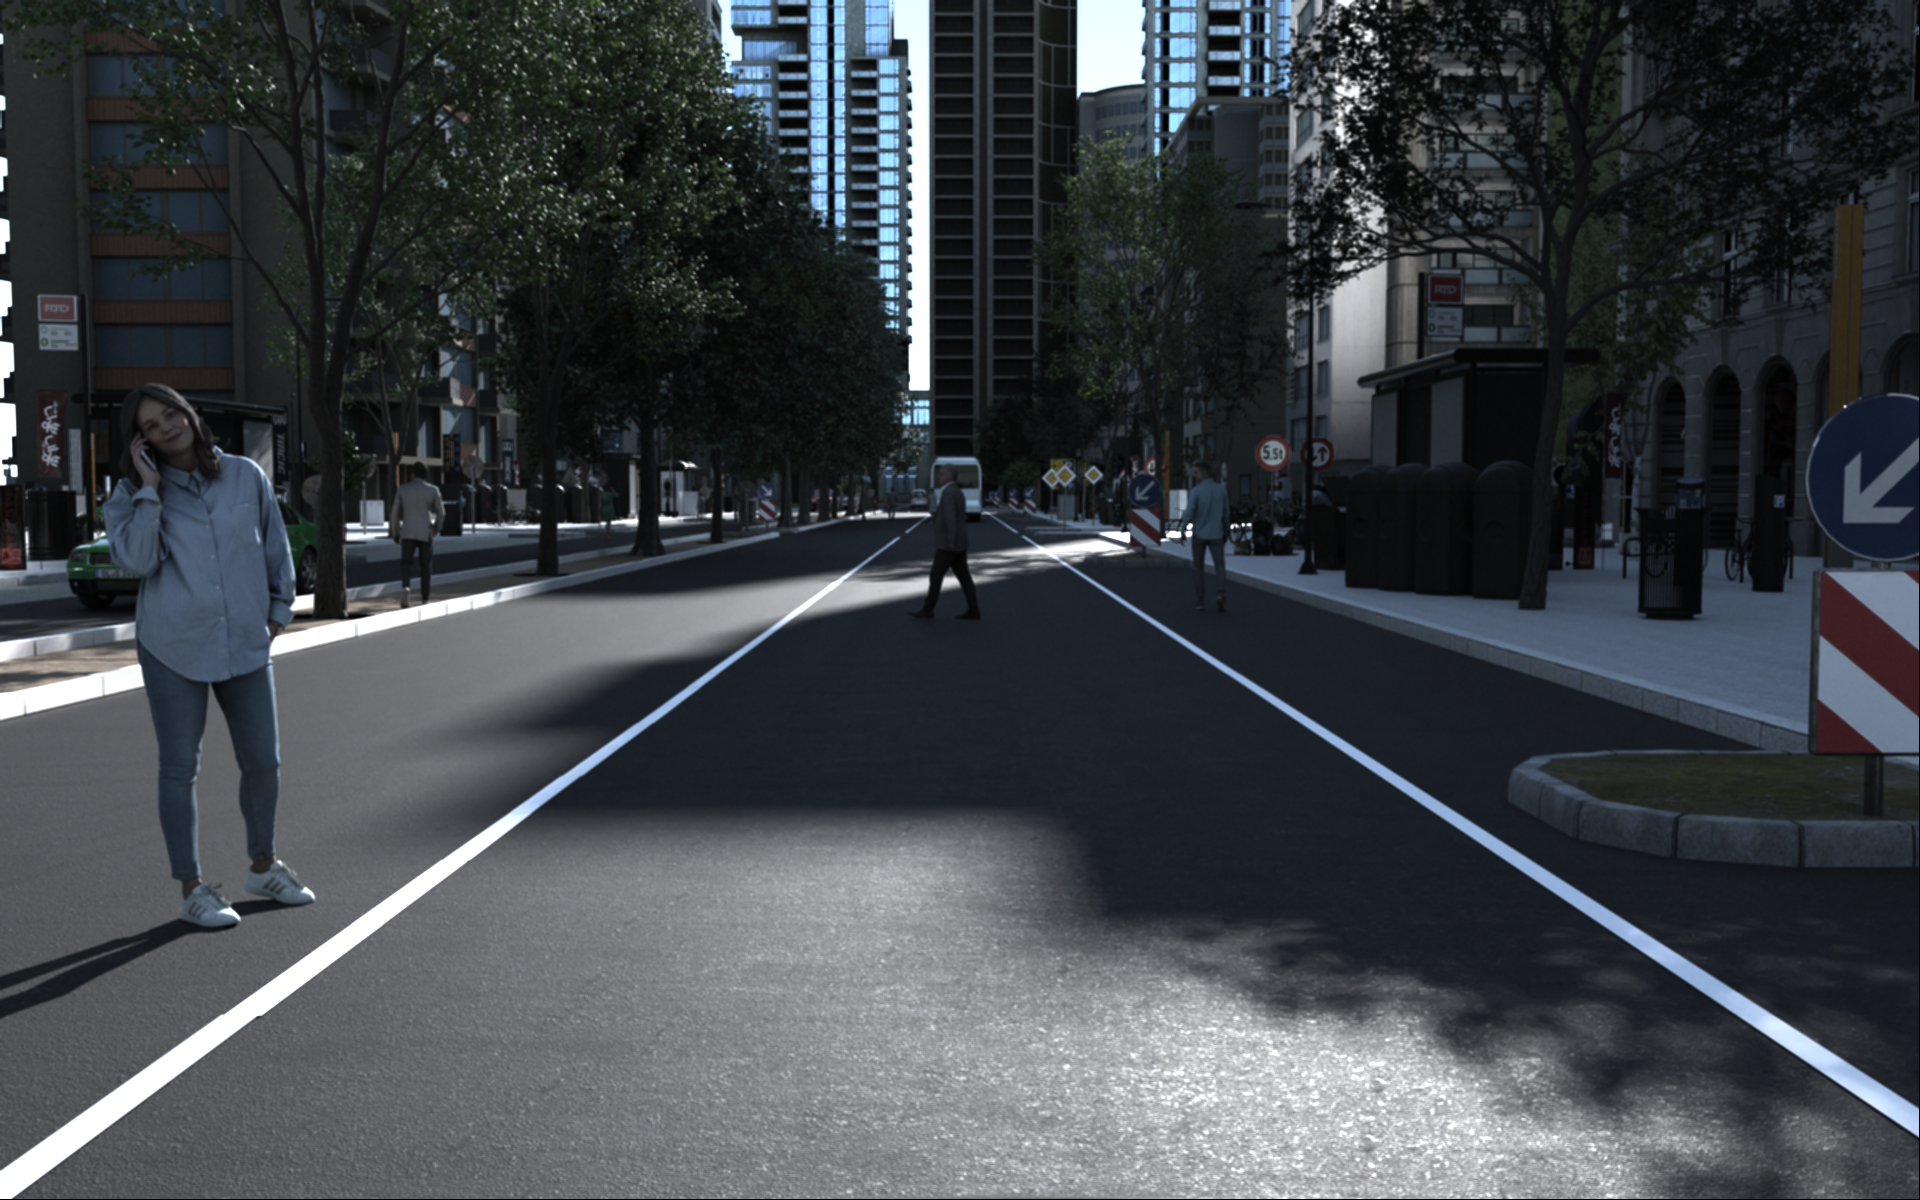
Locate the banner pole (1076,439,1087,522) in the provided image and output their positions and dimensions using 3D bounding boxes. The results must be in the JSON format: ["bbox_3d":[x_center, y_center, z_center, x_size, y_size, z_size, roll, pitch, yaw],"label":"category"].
[{"bbox_3d":[5.533,-5.477,79.564,0.401,3.779,0.863,-2,4,-28],"label":"banner pole"}]

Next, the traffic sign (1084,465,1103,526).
[{"bbox_3d":[5.280,-4.118,68.522,0.795,2.450,0.064,0,4,4],"label":"traffic sign"}]

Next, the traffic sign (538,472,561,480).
[{"bbox_3d":[-13.618,-3.293,57.485,0.795,2.450,0.064,0,3,0],"label":"traffic sign"}]

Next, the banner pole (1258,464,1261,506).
[{"bbox_3d":[16.904,-6.592,97.802,0.401,3.779,0.863,0,4,-3],"label":"banner pole"}]

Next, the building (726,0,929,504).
[{"bbox_3d":[-19.740,-56.967,244.074,31.000,86.520,22.319,0,3,0],"label":"building"}]

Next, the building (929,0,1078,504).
[{"bbox_3d":[6.066,-49.248,243.454,20.611,71.187,20.563,0,3,0],"label":"building"}]

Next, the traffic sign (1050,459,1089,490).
[{"bbox_3d":[6.278,-6.452,99.361,2.265,3.308,0.079,0,4,5],"label":"traffic sign"}]

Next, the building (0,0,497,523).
[{"bbox_3d":[-35.874,-26.581,89.228,22.147,44.769,28.867,0,3,0],"label":"building"}]

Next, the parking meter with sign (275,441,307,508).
[{"bbox_3d":[-22.495,-3.722,57.116,1.738,3.016,0.543,-3,4,-36],"label":"parking meter with sign"}]

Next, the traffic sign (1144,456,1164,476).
[{"bbox_3d":[6.572,-3.560,58.318,0.768,2.556,0.104,0,4,7],"label":"traffic sign"}]

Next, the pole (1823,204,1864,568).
[{"bbox_3d":[6.285,-1.132,12.345,0.158,3.312,0.155,0,3,0],"label":"pole"}]

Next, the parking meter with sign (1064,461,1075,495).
[{"bbox_3d":[5.769,-5.780,90.771,0.543,3.016,1.738,0,4,-1],"label":"parking meter with sign"}]

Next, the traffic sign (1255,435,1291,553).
[{"bbox_3d":[6.787,-2.294,37.611,0.768,2.556,0.104,1,4,9],"label":"traffic sign"}]

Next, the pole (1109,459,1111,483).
[{"bbox_3d":[8.625,-6.453,99.346,0.158,3.312,0.155,0,3,0],"label":"pole"}]

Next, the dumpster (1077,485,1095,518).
[{"bbox_3d":[6.727,-5.371,93.577,1.264,1.857,1.865,0,3,0],"label":"dumpster"}]

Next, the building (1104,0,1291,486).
[{"bbox_3d":[28.295,-53.550,188.220,22.319,86.520,31.000,0,3,0],"label":"building"}]

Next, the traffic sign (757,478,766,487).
[{"bbox_3d":[-15.921,-8.479,138.743,0.768,2.556,0.104,0,4,2],"label":"traffic sign"}]

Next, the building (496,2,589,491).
[{"bbox_3d":[-33.652,-26.616,118.759,14.154,41.232,14.086,0,3,0],"label":"building"}]

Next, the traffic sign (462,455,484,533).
[{"bbox_3d":[-16.022,-3.479,56.982,0.768,2.556,0.104,0,4,6],"label":"traffic sign"}]

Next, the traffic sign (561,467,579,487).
[{"bbox_3d":[-18.544,-5.037,82.356,0.884,2.594,0.081,0,4,0],"label":"traffic sign"}]

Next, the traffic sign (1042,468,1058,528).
[{"bbox_3d":[3.470,-3.781,65.464,0.795,2.450,0.064,0,3,0],"label":"traffic sign"}]

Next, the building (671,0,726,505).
[{"bbox_3d":[-41.077,-39.884,194.107,28.212,58.520,21.231,0,3,0],"label":"building"}]

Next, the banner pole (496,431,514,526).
[{"bbox_3d":[-18.125,-4.823,68.871,0.863,3.779,0.401,-3,4,-37],"label":"banner pole"}]

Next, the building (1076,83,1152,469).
[{"bbox_3d":[30.476,-42.999,245.030,28.212,58.520,21.231,0,3,0],"label":"building"}]

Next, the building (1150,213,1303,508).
[{"bbox_3d":[28.747,-16.890,121.198,27.650,21.520,28.899,0,3,0],"label":"building"}]

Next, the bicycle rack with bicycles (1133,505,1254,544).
[{"bbox_3d":[6.618,-1.947,45.209,2.925,0.926,2.852,-3,4,-37],"label":"bicycle rack with bicycles"}]

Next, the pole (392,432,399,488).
[{"bbox_3d":[-18.681,-3.885,57.357,0.158,3.312,0.155,0,3,0],"label":"pole"}]

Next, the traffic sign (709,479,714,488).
[{"bbox_3d":[-16.720,-7.058,117.524,0.606,2.300,0.079,0,4,3],"label":"traffic sign"}]

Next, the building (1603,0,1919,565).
[{"bbox_3d":[23.156,-11.739,33.731,13.314,21.916,24.055,0,3,0],"label":"building"}]

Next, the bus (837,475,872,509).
[{"bbox_3d":[-10.028,-10.363,164.293,2.948,3.499,13.247,0,4,0],"label":"bus"}]

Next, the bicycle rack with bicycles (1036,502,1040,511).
[{"bbox_3d":[7.073,-7.382,134.073,2.925,0.926,2.852,2,4,25],"label":"bicycle rack with bicycles"}]

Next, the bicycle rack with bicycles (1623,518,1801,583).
[{"bbox_3d":[11.559,-0.789,26.284,2.925,0.926,2.852,-3,5,-42],"label":"bicycle rack with bicycles"}]

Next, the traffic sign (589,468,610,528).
[{"bbox_3d":[-13.625,-3.782,65.470,0.795,2.450,0.064,0,3,0],"label":"traffic sign"}]

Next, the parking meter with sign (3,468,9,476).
[{"bbox_3d":[-63.930,-7.403,117.303,1.738,3.016,0.543,2,4,25],"label":"parking meter with sign"}]

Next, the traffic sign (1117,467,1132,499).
[{"bbox_3d":[7.751,-5.012,81.947,0.884,2.594,0.081,0,4,1],"label":"traffic sign"}]

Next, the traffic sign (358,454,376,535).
[{"bbox_3d":[-18.750,-3.327,54.502,0.768,2.556,0.104,0,4,8],"label":"traffic sign"}]

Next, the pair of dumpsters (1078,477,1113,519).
[{"bbox_3d":[7.099,-5.374,90.364,1.574,2.255,4.437,0,3,0],"label":"pair of dumpsters"}]

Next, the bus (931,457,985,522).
[{"bbox_3d":[-0.107,-6.039,93.605,2.948,3.499,13.247,0,4,1],"label":"bus"}]

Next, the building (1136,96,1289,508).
[{"bbox_3d":[32.767,-28.765,162.192,32.217,40.220,23.993,0,3,0],"label":"building"}]

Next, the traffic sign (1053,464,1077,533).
[{"bbox_3d":[3.476,-3.293,57.479,0.795,2.450,0.064,0,3,0],"label":"traffic sign"}]

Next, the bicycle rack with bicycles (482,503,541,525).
[{"bbox_3d":[-18.367,-3.614,72.470,2.925,0.926,2.852,-1,4,-10],"label":"bicycle rack with bicycles"}]

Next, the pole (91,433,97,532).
[{"bbox_3d":[-29.001,-3.917,57.887,0.158,3.312,0.155,0,3,0],"label":"pole"}]

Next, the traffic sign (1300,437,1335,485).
[{"bbox_3d":[8.007,-2.372,38.881,0.768,2.556,0.104,0,4,6],"label":"traffic sign"}]

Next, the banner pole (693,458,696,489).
[{"bbox_3d":[-18.303,-7.904,119.253,0.401,3.779,0.863,0,4,6],"label":"banner pole"}]

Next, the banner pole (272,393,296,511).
[{"bbox_3d":[-16.787,-3.251,43.167,0.863,3.779,0.401,1,4,21],"label":"banner pole"}]

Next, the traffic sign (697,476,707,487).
[{"bbox_3d":[-17.822,-7.326,119.887,0.768,2.556,0.104,1,4,8],"label":"traffic sign"}]

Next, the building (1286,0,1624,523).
[{"bbox_3d":[23.701,-24.348,81.678,14.086,41.232,14.154,0,3,0],"label":"building"}]

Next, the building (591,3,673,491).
[{"bbox_3d":[-37.649,-51.469,154.195,22.319,86.520,31.000,0,3,0],"label":"building"}]

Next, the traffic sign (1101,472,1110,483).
[{"bbox_3d":[8.222,-6.057,99.135,0.768,2.556,0.104,0,4,0],"label":"traffic sign"}]

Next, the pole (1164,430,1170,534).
[{"bbox_3d":[6.616,-3.765,55.395,0.158,3.312,0.155,0,3,0],"label":"pole"}]

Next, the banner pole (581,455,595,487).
[{"bbox_3d":[-17.964,-5.713,83.423,0.863,3.779,0.401,-1,4,-22],"label":"banner pole"}]
